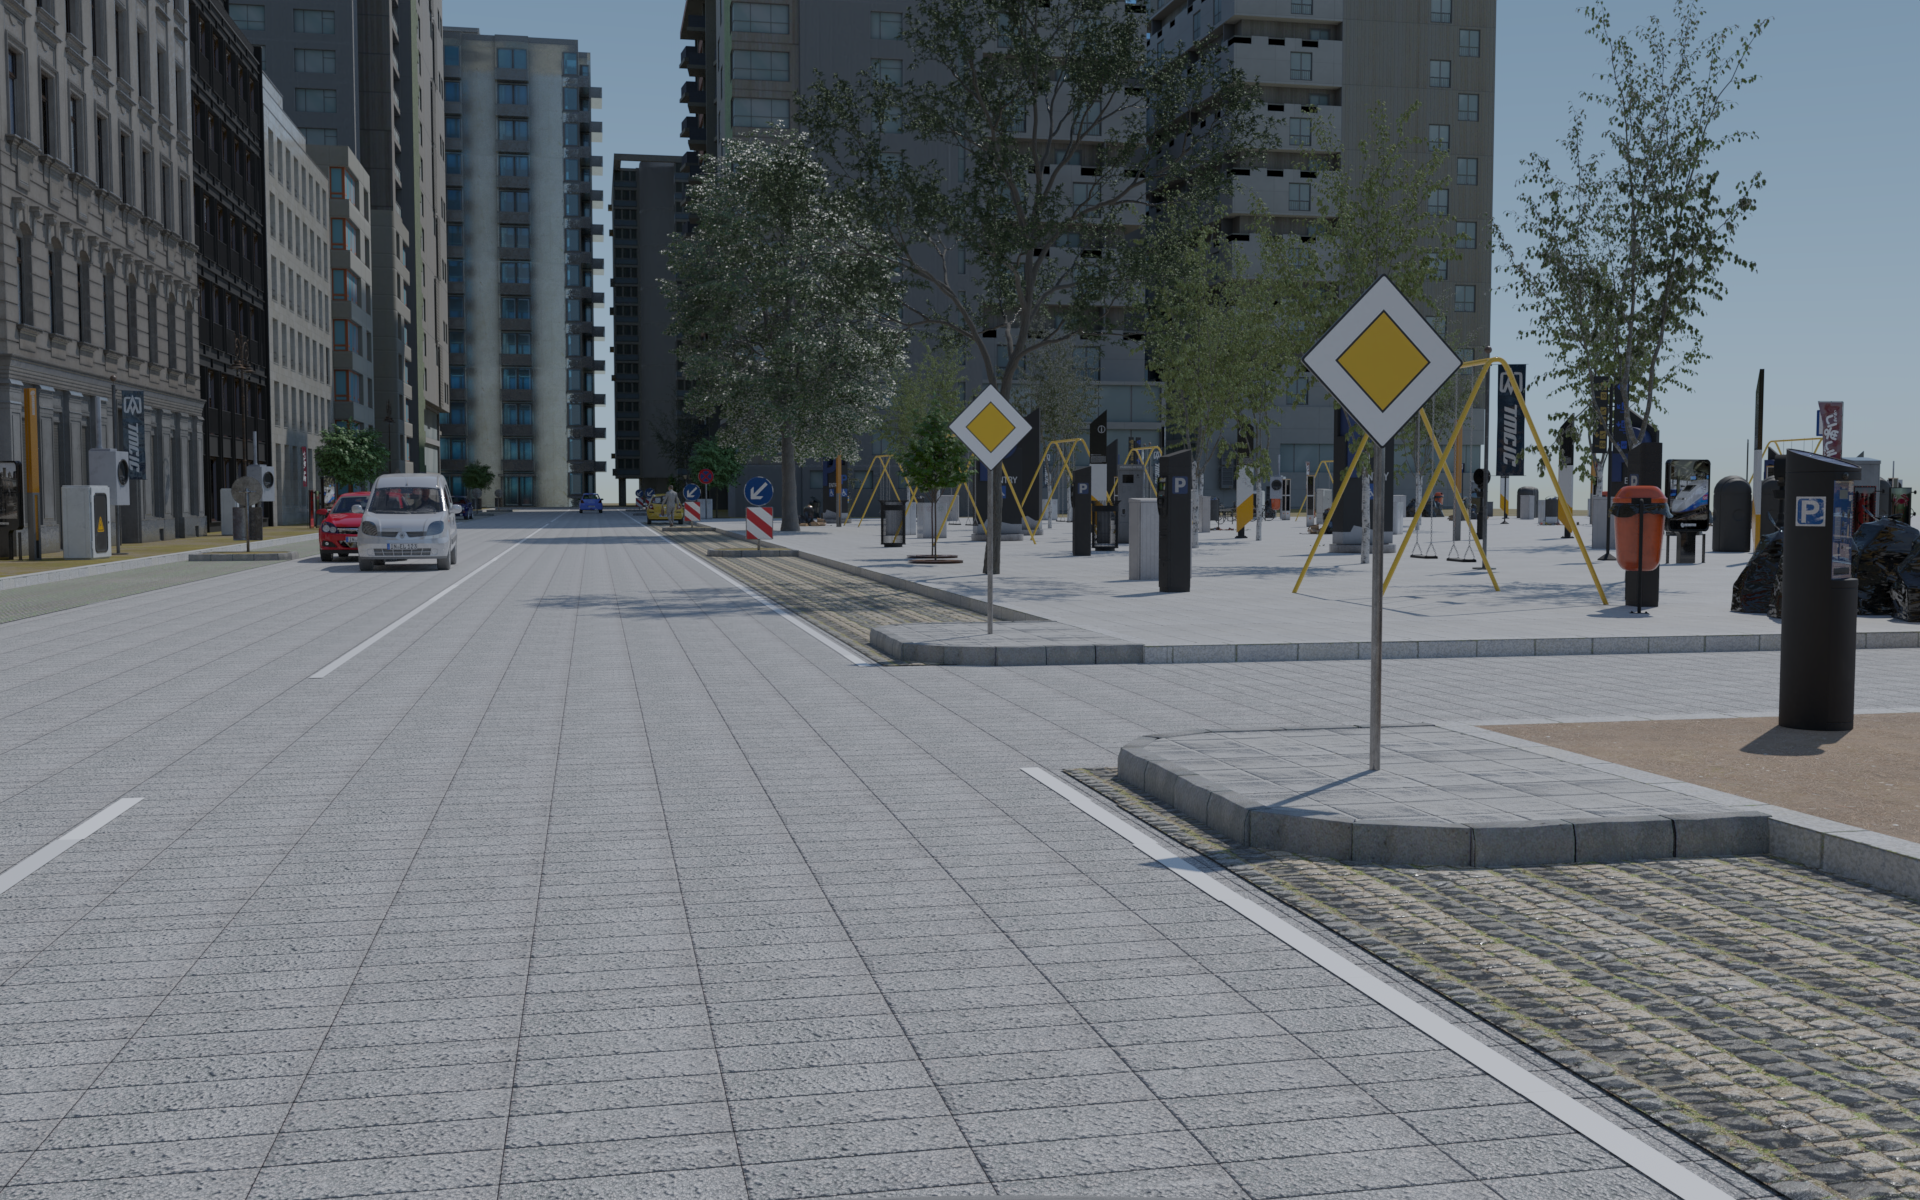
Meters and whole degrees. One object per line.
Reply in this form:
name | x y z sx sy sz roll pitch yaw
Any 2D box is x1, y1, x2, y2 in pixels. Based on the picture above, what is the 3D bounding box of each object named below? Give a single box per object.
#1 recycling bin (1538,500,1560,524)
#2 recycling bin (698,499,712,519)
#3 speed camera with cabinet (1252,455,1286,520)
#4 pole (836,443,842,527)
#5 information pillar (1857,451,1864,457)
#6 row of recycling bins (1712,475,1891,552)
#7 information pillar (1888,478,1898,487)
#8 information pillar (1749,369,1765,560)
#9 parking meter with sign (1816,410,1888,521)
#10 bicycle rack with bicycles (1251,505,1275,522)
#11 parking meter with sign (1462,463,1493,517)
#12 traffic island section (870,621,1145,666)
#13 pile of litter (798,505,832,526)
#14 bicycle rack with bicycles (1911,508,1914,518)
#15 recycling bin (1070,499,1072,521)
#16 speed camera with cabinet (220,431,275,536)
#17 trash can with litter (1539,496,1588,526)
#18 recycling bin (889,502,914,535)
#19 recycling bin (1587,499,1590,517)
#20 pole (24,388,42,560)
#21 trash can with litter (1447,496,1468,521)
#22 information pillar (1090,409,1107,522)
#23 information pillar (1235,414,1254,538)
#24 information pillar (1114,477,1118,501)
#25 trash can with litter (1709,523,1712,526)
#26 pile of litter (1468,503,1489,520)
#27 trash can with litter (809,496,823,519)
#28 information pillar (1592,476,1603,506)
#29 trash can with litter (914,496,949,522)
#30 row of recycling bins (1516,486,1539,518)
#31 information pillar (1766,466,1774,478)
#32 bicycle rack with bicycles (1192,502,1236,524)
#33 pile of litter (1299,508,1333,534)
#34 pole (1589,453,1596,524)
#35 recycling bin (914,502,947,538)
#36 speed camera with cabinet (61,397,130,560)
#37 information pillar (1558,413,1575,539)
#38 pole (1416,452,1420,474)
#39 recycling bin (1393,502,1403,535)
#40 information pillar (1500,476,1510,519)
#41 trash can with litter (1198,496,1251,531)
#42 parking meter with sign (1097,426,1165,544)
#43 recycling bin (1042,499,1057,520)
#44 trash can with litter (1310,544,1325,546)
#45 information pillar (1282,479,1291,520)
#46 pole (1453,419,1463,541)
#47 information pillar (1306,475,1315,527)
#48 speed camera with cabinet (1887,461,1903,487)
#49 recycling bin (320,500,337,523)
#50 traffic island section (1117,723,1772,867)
recycling bin | 25.752 -3.863 75.721 0.722 1.027 0.722 0 4 -2
recycling bin | -12.995 -4.629 88.238 0.722 1.027 0.722 -1 4 -10
speed camera with cabinet | 15.296 -5.670 87.044 2.038 3.252 0.660 2 4 24
pole | -4.719 -4.498 67.389 0.158 3.312 0.155 0 3 0
information pillar | 48.810 -6.282 94.059 0.504 3.616 0.183 0 4 -4
row of recycling bins | 18.362 -1.880 37.844 3.534 1.692 1.069 2 4 26
information pillar | 42.107 -4.508 78.200 0.304 2.012 0.304 -1 4 -14
information pillar | 15.037 -2.525 32.643 0.183 3.616 0.504 1 4 17
parking meter with sign | 18.629 -2.420 35.823 1.738 3.016 0.543 -1 4 -11
bicycle rack with bicycles | 13.238 -4.162 81.427 2.925 0.926 2.852 1 4 16
parking meter with sign | 29.153 -6.200 97.632 1.738 3.016 0.543 0 4 2
traffic island section | 0.294 0.391 15.888 2.009 0.180 2.903 -1 4 -12
pile of litter | -5.860 -3.377 69.177 1.719 0.858 1.176 -2 4 -25
bicycle rack with bicycles | 48.163 -4.705 90.313 2.925 0.926 2.852 3 5 44
recycling bin | 5.617 -4.254 82.113 0.722 1.027 0.722 1 4 19
speed camera with cabinet | -22.224 -3.652 54.045 0.660 3.252 2.038 1 4 12
trash can with litter | 24.702 -3.669 71.049 2.233 1.210 1.678 0 4 6
recycling bin | -1.845 -2.539 54.066 0.722 1.027 0.722 2 4 32
recycling bin | 35.831 -5.211 97.746 0.722 1.027 0.722 1 4 14
pole | -17.925 -2.424 33.472 0.158 3.312 0.155 0 3 0
trash can with litter | 23.728 -4.360 82.668 0.624 1.170 1.055 -3 4 -36
information pillar | 3.832 -3.457 47.875 0.504 3.616 0.183 0 4 3
information pillar | 8.244 -3.597 50.173 0.504 3.616 0.183 0 4 -4
information pillar | 6.746 -4.220 73.487 0.304 2.012 0.304 3 5 43
trash can with litter | 30.098 -3.541 68.955 1.678 1.210 2.233 -1 4 -19
pile of litter | 26.050 -4.481 87.224 1.176 0.858 1.719 1 4 19
trash can with litter | -7.292 -4.807 89.982 1.055 1.170 0.624 1 4 16
information pillar | 25.622 -3.983 69.621 0.304 2.012 0.304 -3 5 -44
trash can with litter | -1.596 -4.197 79.674 2.233 1.210 1.678 2 4 31
row of recycling bins | 30.545 -5.257 93.071 1.069 1.692 3.534 1 4 23
information pillar | 21.239 -2.492 45.238 0.304 2.012 0.304 3 5 39
bicycle rack with bicycles | 10.112 -3.680 73.547 2.925 0.926 2.852 -3 5 -40
pile of litter | 11.673 -2.543 55.543 1.719 0.858 1.176 0 4 -5
pole | 26.805 -4.862 73.343 0.158 3.312 0.155 0 3 0
recycling bin | -0.820 -2.320 50.486 0.722 1.027 0.722 -1 4 -18
speed camera with cabinet | -17.278 -2.465 34.641 0.660 3.252 2.038 0 4 -6
information pillar | 17.553 -3.594 50.119 0.183 3.616 0.504 -2 4 -28
pole | 22.364 -5.550 84.589 0.158 3.312 0.155 0 3 0
recycling bin | 13.646 -2.600 55.071 0.722 1.027 0.722 2 4 30
information pillar | 28.296 -6.029 89.930 0.504 3.616 0.183 -1 4 -14
trash can with litter | 9.284 -3.055 61.014 2.233 1.210 1.678 -1 4 -12
parking meter with sign | 4.419 -2.969 44.802 1.738 3.016 0.543 1 4 9
recycling bin | 4.297 -4.417 84.771 0.722 1.027 0.722 -2 4 -27
trash can with litter | 9.578 -1.894 42.032 1.678 1.210 2.233 0 4 -8
information pillar | 15.948 -4.905 84.689 0.304 2.012 0.304 -2 4 -27
pole | 13.634 -3.279 47.452 0.158 3.312 0.155 0 3 0
information pillar | 13.706 -3.867 67.721 0.304 2.012 0.304 1 4 13
speed camera with cabinet | 54.997 -6.657 103.181 2.038 3.252 0.660 0 4 -1
recycling bin | -27.345 -3.836 75.272 0.722 1.027 0.722 -2 4 -35
traffic island section | 1.948 0.869 8.076 2.009 0.180 2.903 -1 4 -12
